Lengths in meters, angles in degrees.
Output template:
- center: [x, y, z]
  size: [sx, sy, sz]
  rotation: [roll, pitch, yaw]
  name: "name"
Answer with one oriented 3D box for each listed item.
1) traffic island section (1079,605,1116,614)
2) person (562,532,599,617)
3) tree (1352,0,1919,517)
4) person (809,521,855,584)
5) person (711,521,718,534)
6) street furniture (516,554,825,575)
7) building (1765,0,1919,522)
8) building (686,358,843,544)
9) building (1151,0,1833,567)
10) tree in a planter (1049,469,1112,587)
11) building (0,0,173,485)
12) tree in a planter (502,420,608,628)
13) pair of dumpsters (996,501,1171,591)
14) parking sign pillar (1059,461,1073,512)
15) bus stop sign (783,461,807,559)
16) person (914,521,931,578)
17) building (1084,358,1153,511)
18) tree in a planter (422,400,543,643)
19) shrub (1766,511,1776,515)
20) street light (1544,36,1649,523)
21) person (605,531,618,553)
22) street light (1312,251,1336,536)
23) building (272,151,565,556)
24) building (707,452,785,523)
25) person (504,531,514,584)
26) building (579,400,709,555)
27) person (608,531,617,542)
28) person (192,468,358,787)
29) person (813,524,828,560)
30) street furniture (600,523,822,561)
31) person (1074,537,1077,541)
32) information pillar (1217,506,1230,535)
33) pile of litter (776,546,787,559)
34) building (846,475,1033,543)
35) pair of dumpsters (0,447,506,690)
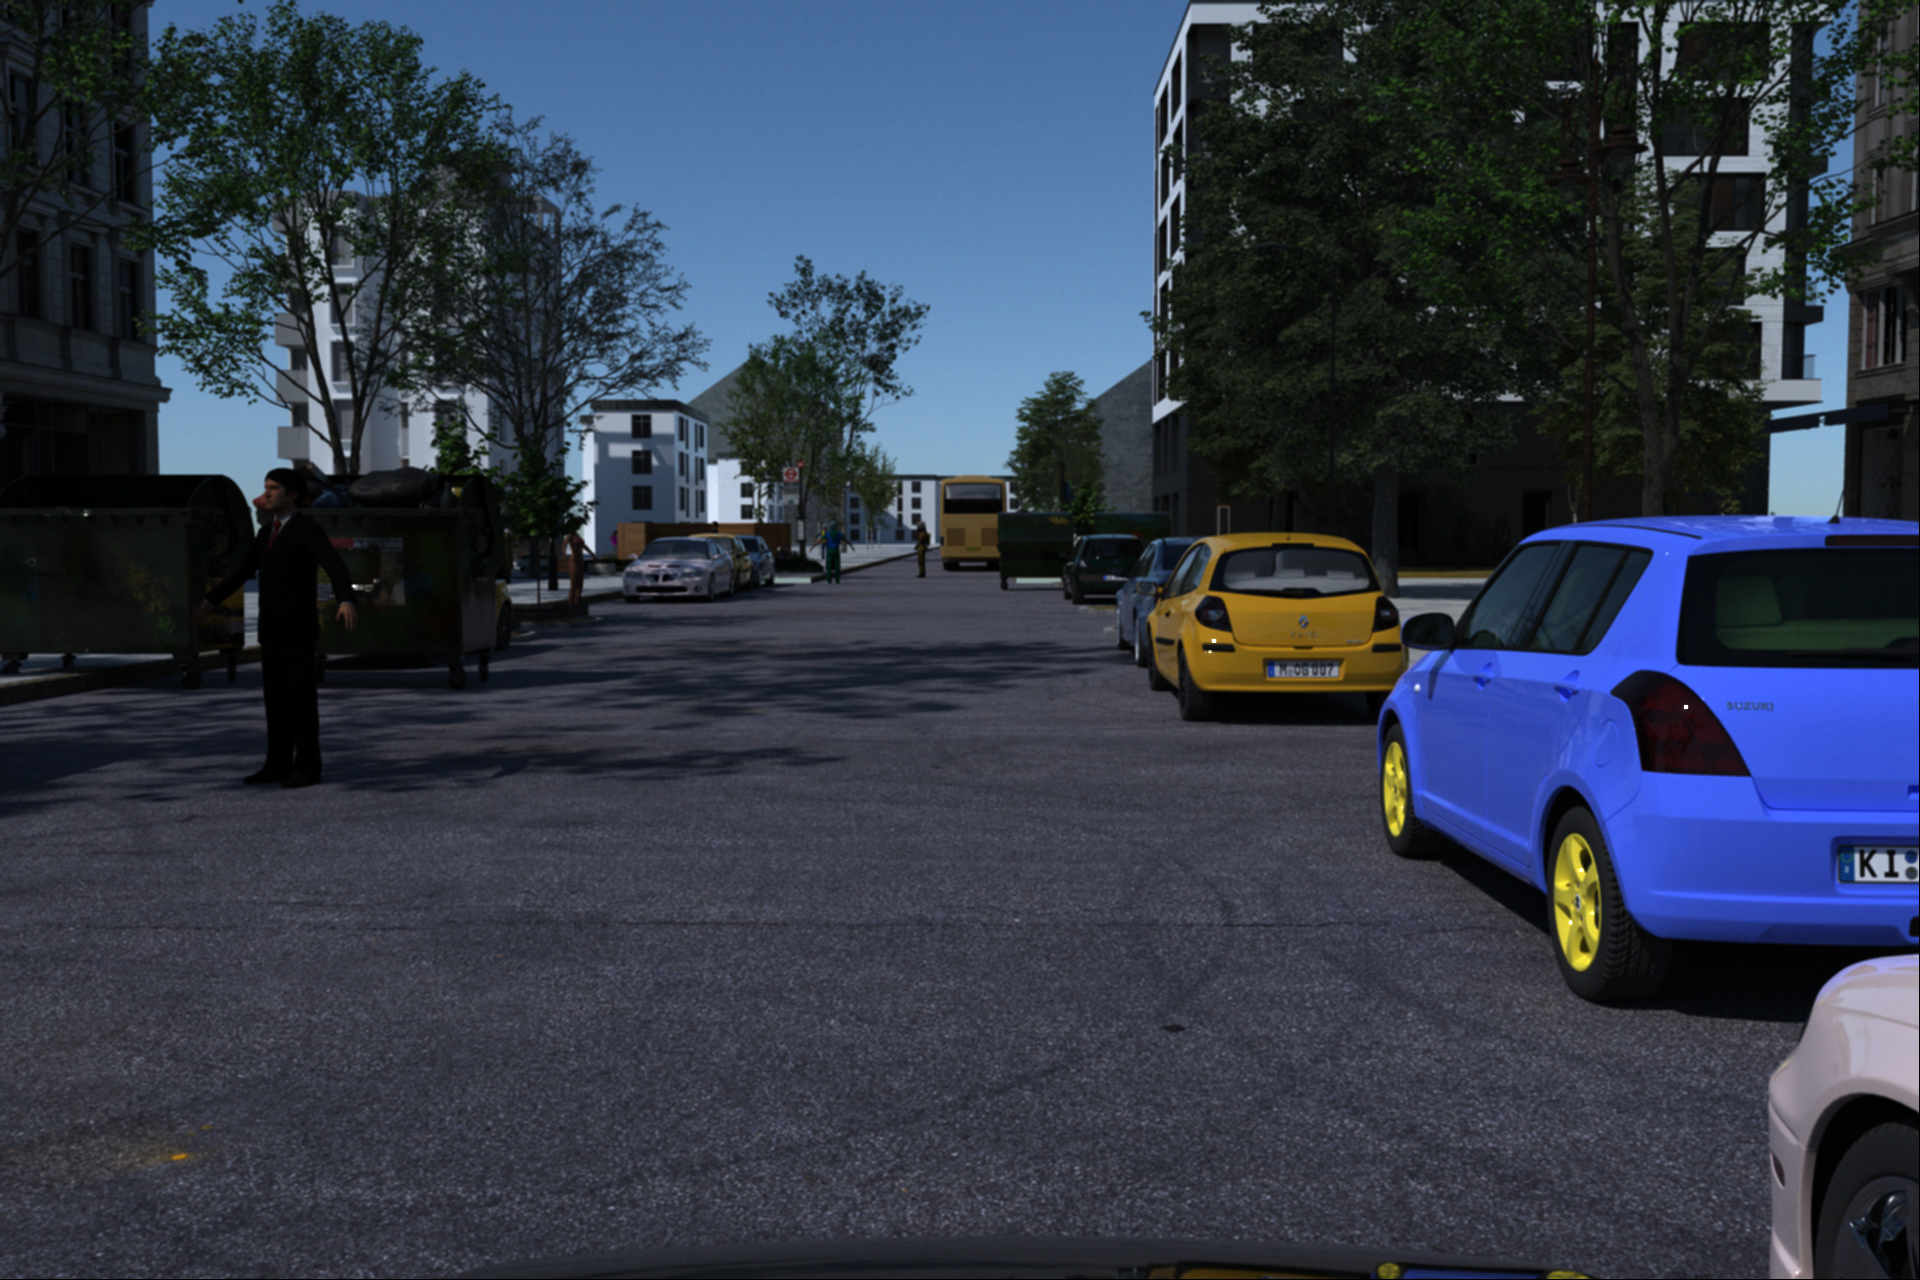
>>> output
- center: [3.200, -0.547, 31.812]
  size: [1.991, 0.108, 1.994]
  rotation: [0, 4, 1]
  name: "traffic island section"
- center: [-6.597, -1.273, 30.075]
  size: [0.721, 1.733, 1.217]
  rotation: [1, 4, 15]
  name: "person"
- center: [8.862, -5.873, 21.783]
  size: [9.928, 11.665, 9.643]
  rotation: [0, 3, 0]
  name: "tree"
- center: [-3.646, -2.513, 49.677]
  size: [1.347, 1.817, 0.704]
  rotation: [-1, 4, -16]
  name: "person"
- center: [-8.935, -3.412, 62.512]
  size: [0.721, 1.740, 1.216]
  rotation: [0, 4, -6]
  name: "person"
- center: [-9.569, -2.509, 56.650]
  size: [10.072, 0.657, 5.734]
  rotation: [0, 4, 1]
  name: "street furniture"
- center: [28.648, -17.962, 39.785]
  size: [12.429, 33.558, 17.177]
  rotation: [0, 4, 1]
  name: "building"
- center: [-24.862, -23.895, 221.618]
  size: [19.493, 23.208, 18.063]
  rotation: [0, 4, 0]
  name: "building"
- center: [22.952, -14.609, 82.838]
  size: [27.936, 21.610, 32.646]
  rotation: [0, 4, 1]
  name: "building"
- center: [3.449, -3.086, 47.680]
  size: [1.991, 3.239, 1.994]
  rotation: [0, 4, 1]
  name: "tree in a planter"
- center: [-28.069, -11.040, 30.474]
  size: [10.553, 20.879, 40.483]
  rotation: [0, 4, 1]
  name: "building"
- center: [-6.651, -1.836, 27.241]
  size: [1.991, 3.239, 1.994]
  rotation: [0, 4, 2]
  name: "tree in a planter"
- center: [3.148, -2.406, 44.290]
  size: [4.436, 2.255, 1.574]
  rotation: [0, 4, 1]
  name: "pair of dumpsters"
- center: [3.944, -4.670, 64.831]
  size: [1.447, 3.967, 1.447]
  rotation: [0, 4, 1]
  name: "parking sign pillar"
- center: [-6.038, -4.567, 63.378]
  size: [0.855, 3.939, 0.416]
  rotation: [0, 4, 2]
  name: "bus stop sign"
- center: [-1.290, -2.985, 57.023]
  size: [0.705, 1.858, 1.354]
  rotation: [0, 4, 7]
  name: "person"
- center: [24.767, -23.163, 209.645]
  size: [19.493, 23.208, 18.063]
  rotation: [0, 4, 1]
  name: "building"
- center: [-6.741, -1.594, 23.290]
  size: [1.991, 3.239, 1.994]
  rotation: [0, 4, 2]
  name: "tree in a planter"
- center: [27.587, -3.359, 58.966]
  size: [1.661, 2.075, 1.752]
  rotation: [0, 3, 0]
  name: "shrub"
- center: [6.099, -2.690, 16.771]
  size: [0.468, 5.910, 1.993]
  rotation: [0, 4, 1]
  name: "street light"
- center: [-15.688, -4.252, 78.794]
  size: [0.991, 1.433, 0.599]
  rotation: [1, 4, 15]
  name: "person"
- center: [6.507, -3.377, 27.751]
  size: [1.470, 5.913, 1.316]
  rotation: [0, 4, 1]
  name: "street light"
- center: [-27.994, -14.108, 87.091]
  size: [16.016, 20.090, 11.380]
  rotation: [0, 4, 1]
  name: "building"
- center: [-23.904, -15.248, 191.456]
  size: [9.099, 9.664, 28.070]
  rotation: [0, 4, 1]
  name: "building"
- center: [-11.826, -2.328, 44.839]
  size: [0.721, 1.736, 1.217]
  rotation: [-1, 4, -12]
  name: "person"
- center: [-22.232, -11.015, 122.236]
  size: [9.099, 9.664, 28.070]
  rotation: [0, 3, 0]
  name: "building"
- center: [-16.466, -4.780, 84.377]
  size: [1.346, 1.802, 0.704]
  rotation: [-1, 4, -15]
  name: "person"
- center: [-3.871, -0.077, 9.910]
  size: [1.347, 1.806, 0.705]
  rotation: [2, 4, 30]
  name: "person"
- center: [-6.651, -4.838, 85.568]
  size: [1.216, 1.772, 0.721]
  rotation: [0, 4, -7]
  name: "person"
- center: [-9.925, -3.929, 71.089]
  size: [11.010, 1.723, 9.812]
  rotation: [3, 5, 44]
  name: "street furniture"
- center: [5.426, -4.142, 73.868]
  size: [1.345, 1.843, 0.704]
  rotation: [-1, 4, -14]
  name: "person"
- center: [6.942, -2.522, 45.719]
  size: [0.304, 2.012, 0.304]
  rotation: [0, 4, 1]
  name: "information pillar"
- center: [-6.176, -2.951, 62.214]
  size: [1.176, 0.858, 1.719]
  rotation: [0, 4, 2]
  name: "pile of litter"
- center: [-3.610, -18.403, 245.500]
  size: [28.070, 9.664, 9.099]
  rotation: [0, 4, -3]
  name: "building"
- center: [-6.648, -0.693, 16.289]
  size: [4.436, 2.255, 1.574]
  rotation: [0, 4, 1]
  name: "pair of dumpsters"
